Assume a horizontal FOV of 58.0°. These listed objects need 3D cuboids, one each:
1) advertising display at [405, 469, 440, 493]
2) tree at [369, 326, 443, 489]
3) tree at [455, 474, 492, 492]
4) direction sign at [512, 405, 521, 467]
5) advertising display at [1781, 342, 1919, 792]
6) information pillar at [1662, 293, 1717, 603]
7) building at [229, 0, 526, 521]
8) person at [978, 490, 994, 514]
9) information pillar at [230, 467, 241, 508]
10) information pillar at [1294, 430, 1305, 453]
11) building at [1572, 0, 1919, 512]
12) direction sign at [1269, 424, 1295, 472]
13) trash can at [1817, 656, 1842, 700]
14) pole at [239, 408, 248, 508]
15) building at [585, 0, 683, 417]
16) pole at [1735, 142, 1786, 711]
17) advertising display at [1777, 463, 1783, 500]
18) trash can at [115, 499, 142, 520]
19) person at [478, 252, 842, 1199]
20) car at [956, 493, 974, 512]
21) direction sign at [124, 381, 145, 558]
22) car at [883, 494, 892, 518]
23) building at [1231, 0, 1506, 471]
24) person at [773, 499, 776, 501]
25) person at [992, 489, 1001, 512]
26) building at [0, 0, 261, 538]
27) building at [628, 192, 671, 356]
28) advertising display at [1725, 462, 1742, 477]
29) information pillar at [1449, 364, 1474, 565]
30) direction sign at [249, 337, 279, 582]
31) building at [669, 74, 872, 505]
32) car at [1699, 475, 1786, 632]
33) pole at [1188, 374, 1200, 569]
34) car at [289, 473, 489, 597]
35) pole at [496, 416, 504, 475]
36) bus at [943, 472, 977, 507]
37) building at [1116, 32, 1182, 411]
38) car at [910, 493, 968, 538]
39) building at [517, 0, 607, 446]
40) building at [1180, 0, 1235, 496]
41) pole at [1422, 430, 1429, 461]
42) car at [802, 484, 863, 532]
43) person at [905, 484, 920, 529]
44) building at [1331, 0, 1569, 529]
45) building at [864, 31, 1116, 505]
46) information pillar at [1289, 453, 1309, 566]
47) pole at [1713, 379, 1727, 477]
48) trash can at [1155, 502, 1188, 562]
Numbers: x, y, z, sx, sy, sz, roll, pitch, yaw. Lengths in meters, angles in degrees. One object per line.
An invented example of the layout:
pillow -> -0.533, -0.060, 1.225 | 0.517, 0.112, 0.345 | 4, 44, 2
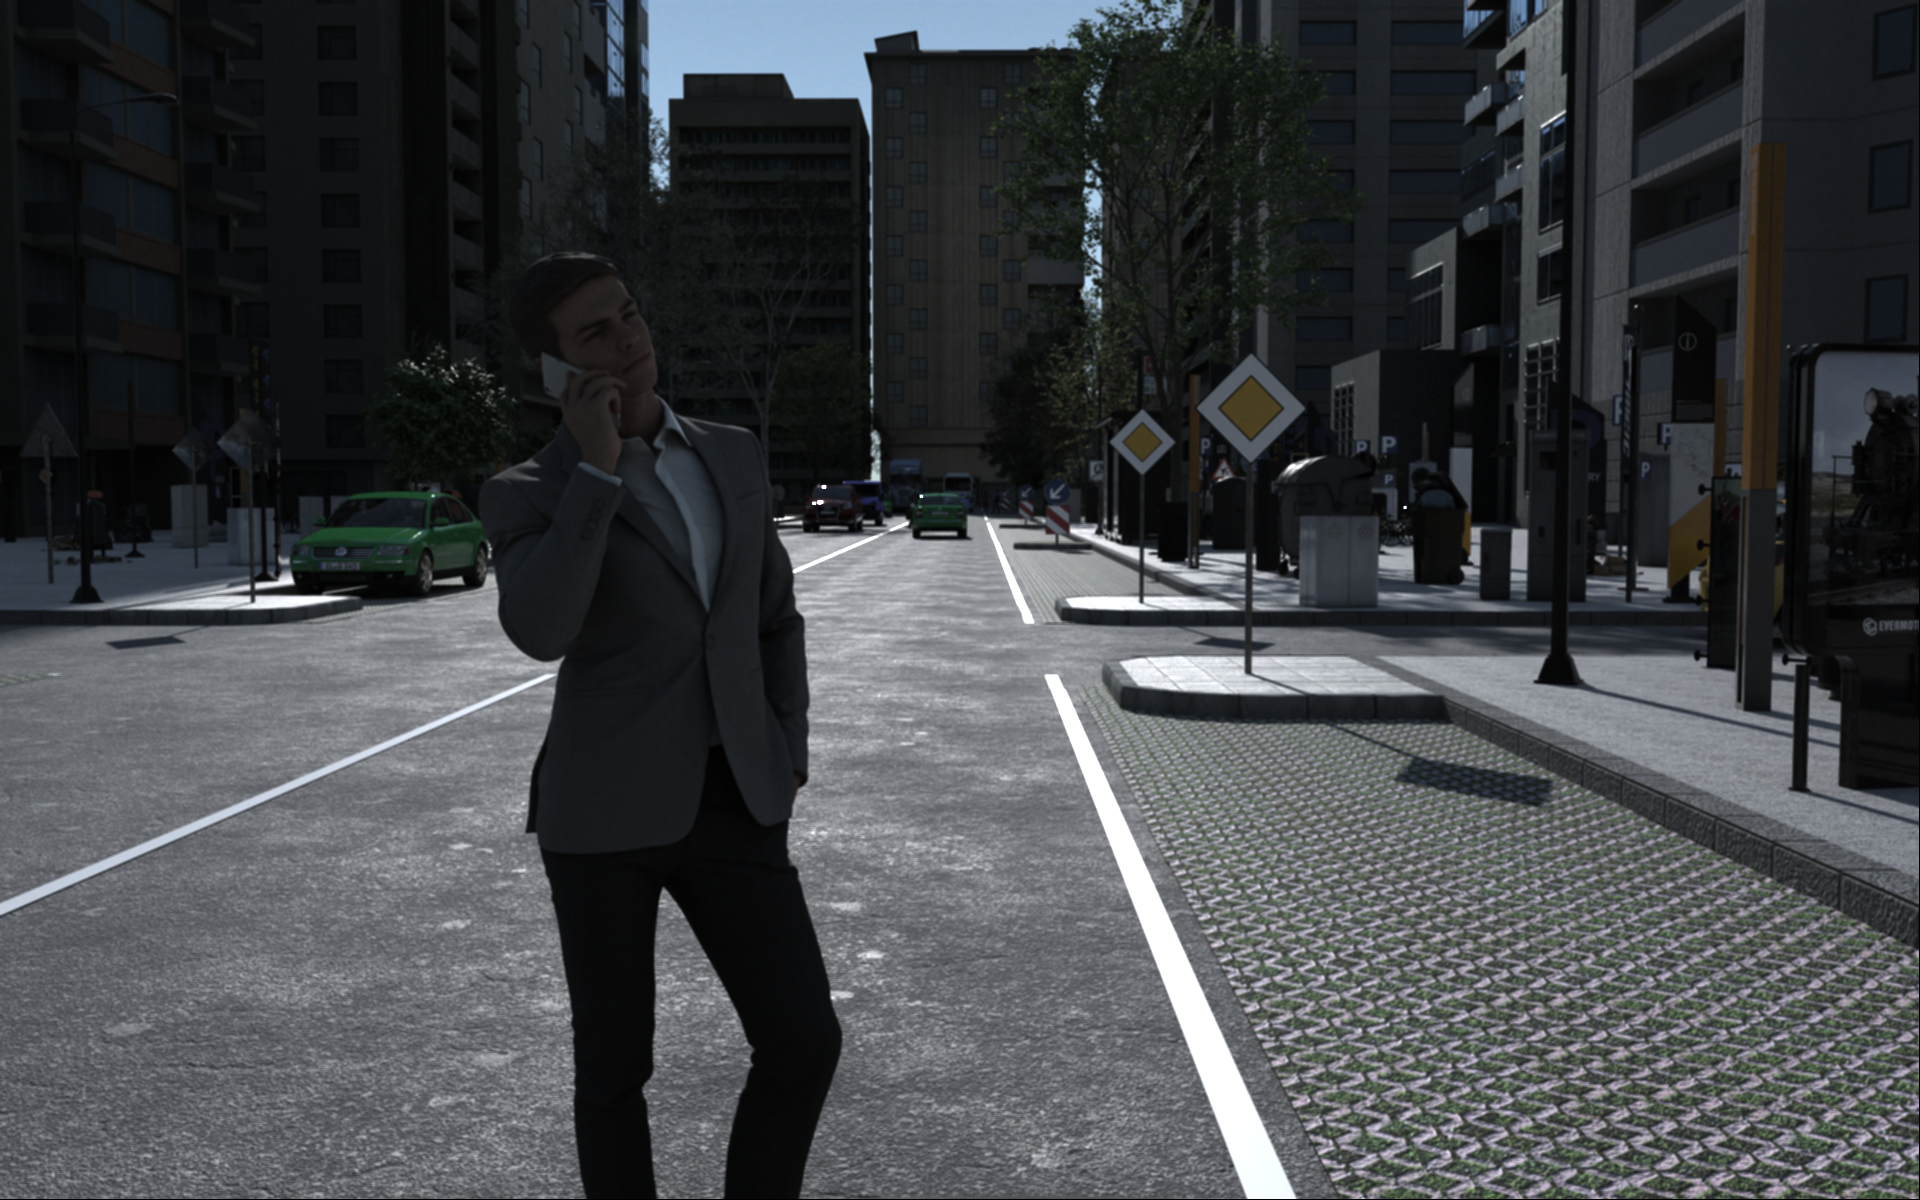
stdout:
advertising display -> -12.444, -2.144, 40.270 | 0.123, 1.923, 0.974 | 3, 4, 36
tree -> -24.264, -7.725, 76.671 | 4.737, 8.622, 4.395 | 0, 3, 0
tree -> -20.330, -4.690, 71.278 | 1.663, 3.219, 1.824 | 0, 3, 0
direction sign -> -11.131, -3.155, 43.589 | 0.379, 3.537, 0.876 | 0, 4, -4
advertising display -> 4.045, -0.142, 7.539 | 0.974, 1.923, 0.123 | -1, 4, -13
information pillar -> 8.573, -1.771, 20.315 | 0.504, 3.616, 0.183 | 0, 4, 3
building -> -30.524, -19.236, 86.209 | 14.160, 30.474, 14.107 | 0, 4, 1
person -> 1.891, -7.202, 126.965 | 1.217, 1.743, 0.721 | 1, 4, 13
information pillar -> -19.740, -2.622, 47.355 | 0.304, 2.012, 0.304 | 0, 4, -6
information pillar -> 12.358, -4.399, 63.280 | 0.504, 3.616, 0.183 | -1, 4, -14
building -> 63.950, -36.886, 145.080 | 28.212, 58.520, 21.231 | 0, 4, 1
direction sign -> 10.468, -3.938, 56.380 | 0.876, 3.537, 0.379 | 3, 4, 37
trash can -> 5.704, 0.052, 10.811 | 0.748, 1.137, 0.748 | 0, 3, 0
pole -> -17.018, -2.898, 41.224 | 0.158, 3.312, 0.155 | 0, 3, 0
building -> -38.890, -50.915, 145.128 | 31.000, 86.520, 22.319 | 0, 4, 1
pole -> 4.716, -1.001, 10.205 | 0.158, 3.312, 0.155 | 0, 3, 0
advertising display -> 16.685, -1.871, 35.797 | 0.974, 1.923, 0.123 | 2, 4, 25
trash can -> -24.616, -2.426, 51.317 | 0.748, 1.137, 0.748 | 0, 3, 0
person -> -0.455, 0.360, 2.788 | 0.592, 1.802, 0.473 | -1, 4, -20
car -> 0.156, -7.786, 136.891 | 1.945, 1.707, 3.694 | 0, 4, -1
direction sign -> -16.758, -2.634, 35.065 | 0.379, 3.537, 0.876 | -1, 4, -22
car -> -5.120, -5.954, 106.146 | 1.959, 1.807, 4.718 | 0, 4, 0
building -> 29.678, -35.355, 120.061 | 21.231, 58.520, 28.212 | 0, 4, 1
person -> -18.780, -10.189, 175.811 | 0.721, 1.743, 1.217 | -2, 4, -32
person -> 2.864, -7.879, 137.192 | 0.709, 1.838, 0.599 | 0, 4, 3
building -> -37.101, -24.573, 56.400 | 22.147, 44.769, 28.867 | 0, 4, 1
building -> -44.421, -31.681, 209.863 | 23.993, 40.220, 32.217 | 0, 4, 1
advertising display -> 15.286, -1.804, 34.714 | 0.974, 1.923, 0.123 | 3, 5, 40
information pillar -> 9.010, -2.432, 31.115 | 0.504, 3.616, 0.183 | -2, 4, -29
direction sign -> -10.248, -2.045, 25.428 | 0.379, 3.537, 0.876 | 0, 4, -6
building -> -21.662, -35.471, 203.657 | 21.600, 48.544, 21.300 | 0, 4, 1
car -> 9.279, -0.390, 16.605 | 3.980, 1.641, 2.015 | 0, 4, 2
pole -> 4.010, -2.190, 29.658 | 0.158, 3.312, 0.155 | 0, 3, 0
car -> -8.268, -1.014, 25.383 | 1.959, 1.807, 4.718 | 0, 3, 0
pole -> -11.580, -3.045, 43.633 | 0.158, 3.312, 0.155 | 0, 3, 0
bus -> -0.032, -10.028, 158.810 | 2.948, 3.499, 13.247 | 0, 4, 1
building -> 30.795, -37.767, 206.736 | 27.495, 52.752, 28.713 | 0, 4, 1
car -> -0.690, -2.990, 57.681 | 1.959, 1.807, 4.718 | 0, 4, -1
building -> -37.924, -31.773, 108.730 | 28.713, 52.752, 27.495 | 0, 4, 1
building -> 30.477, -31.940, 145.913 | 21.300, 48.544, 21.600 | 0, 4, 1
pole -> 14.924, -3.778, 55.617 | 0.158, 3.312, 0.155 | 0, 3, 0
car -> -4.896, -3.577, 67.161 | 2.281, 1.827, 5.304 | 0, 4, 1
person -> -1.907, -3.863, 71.622 | 0.822, 1.834, 0.622 | -1, 4, -20
building -> 29.797, -46.308, 69.808 | 22.319, 86.520, 31.000 | 0, 4, 1
building -> 3.297, -37.751, 206.469 | 27.495, 52.752, 28.713 | 0, 4, 1
information pillar -> 6.094, -1.629, 31.124 | 0.304, 2.012, 0.304 | 1, 4, 15
pole -> 13.460, -2.255, 30.718 | 0.158, 3.312, 0.155 | 0, 3, 0
trash can -> 4.073, -1.306, 33.001 | 0.748, 1.137, 0.748 | 0, 3, 0
